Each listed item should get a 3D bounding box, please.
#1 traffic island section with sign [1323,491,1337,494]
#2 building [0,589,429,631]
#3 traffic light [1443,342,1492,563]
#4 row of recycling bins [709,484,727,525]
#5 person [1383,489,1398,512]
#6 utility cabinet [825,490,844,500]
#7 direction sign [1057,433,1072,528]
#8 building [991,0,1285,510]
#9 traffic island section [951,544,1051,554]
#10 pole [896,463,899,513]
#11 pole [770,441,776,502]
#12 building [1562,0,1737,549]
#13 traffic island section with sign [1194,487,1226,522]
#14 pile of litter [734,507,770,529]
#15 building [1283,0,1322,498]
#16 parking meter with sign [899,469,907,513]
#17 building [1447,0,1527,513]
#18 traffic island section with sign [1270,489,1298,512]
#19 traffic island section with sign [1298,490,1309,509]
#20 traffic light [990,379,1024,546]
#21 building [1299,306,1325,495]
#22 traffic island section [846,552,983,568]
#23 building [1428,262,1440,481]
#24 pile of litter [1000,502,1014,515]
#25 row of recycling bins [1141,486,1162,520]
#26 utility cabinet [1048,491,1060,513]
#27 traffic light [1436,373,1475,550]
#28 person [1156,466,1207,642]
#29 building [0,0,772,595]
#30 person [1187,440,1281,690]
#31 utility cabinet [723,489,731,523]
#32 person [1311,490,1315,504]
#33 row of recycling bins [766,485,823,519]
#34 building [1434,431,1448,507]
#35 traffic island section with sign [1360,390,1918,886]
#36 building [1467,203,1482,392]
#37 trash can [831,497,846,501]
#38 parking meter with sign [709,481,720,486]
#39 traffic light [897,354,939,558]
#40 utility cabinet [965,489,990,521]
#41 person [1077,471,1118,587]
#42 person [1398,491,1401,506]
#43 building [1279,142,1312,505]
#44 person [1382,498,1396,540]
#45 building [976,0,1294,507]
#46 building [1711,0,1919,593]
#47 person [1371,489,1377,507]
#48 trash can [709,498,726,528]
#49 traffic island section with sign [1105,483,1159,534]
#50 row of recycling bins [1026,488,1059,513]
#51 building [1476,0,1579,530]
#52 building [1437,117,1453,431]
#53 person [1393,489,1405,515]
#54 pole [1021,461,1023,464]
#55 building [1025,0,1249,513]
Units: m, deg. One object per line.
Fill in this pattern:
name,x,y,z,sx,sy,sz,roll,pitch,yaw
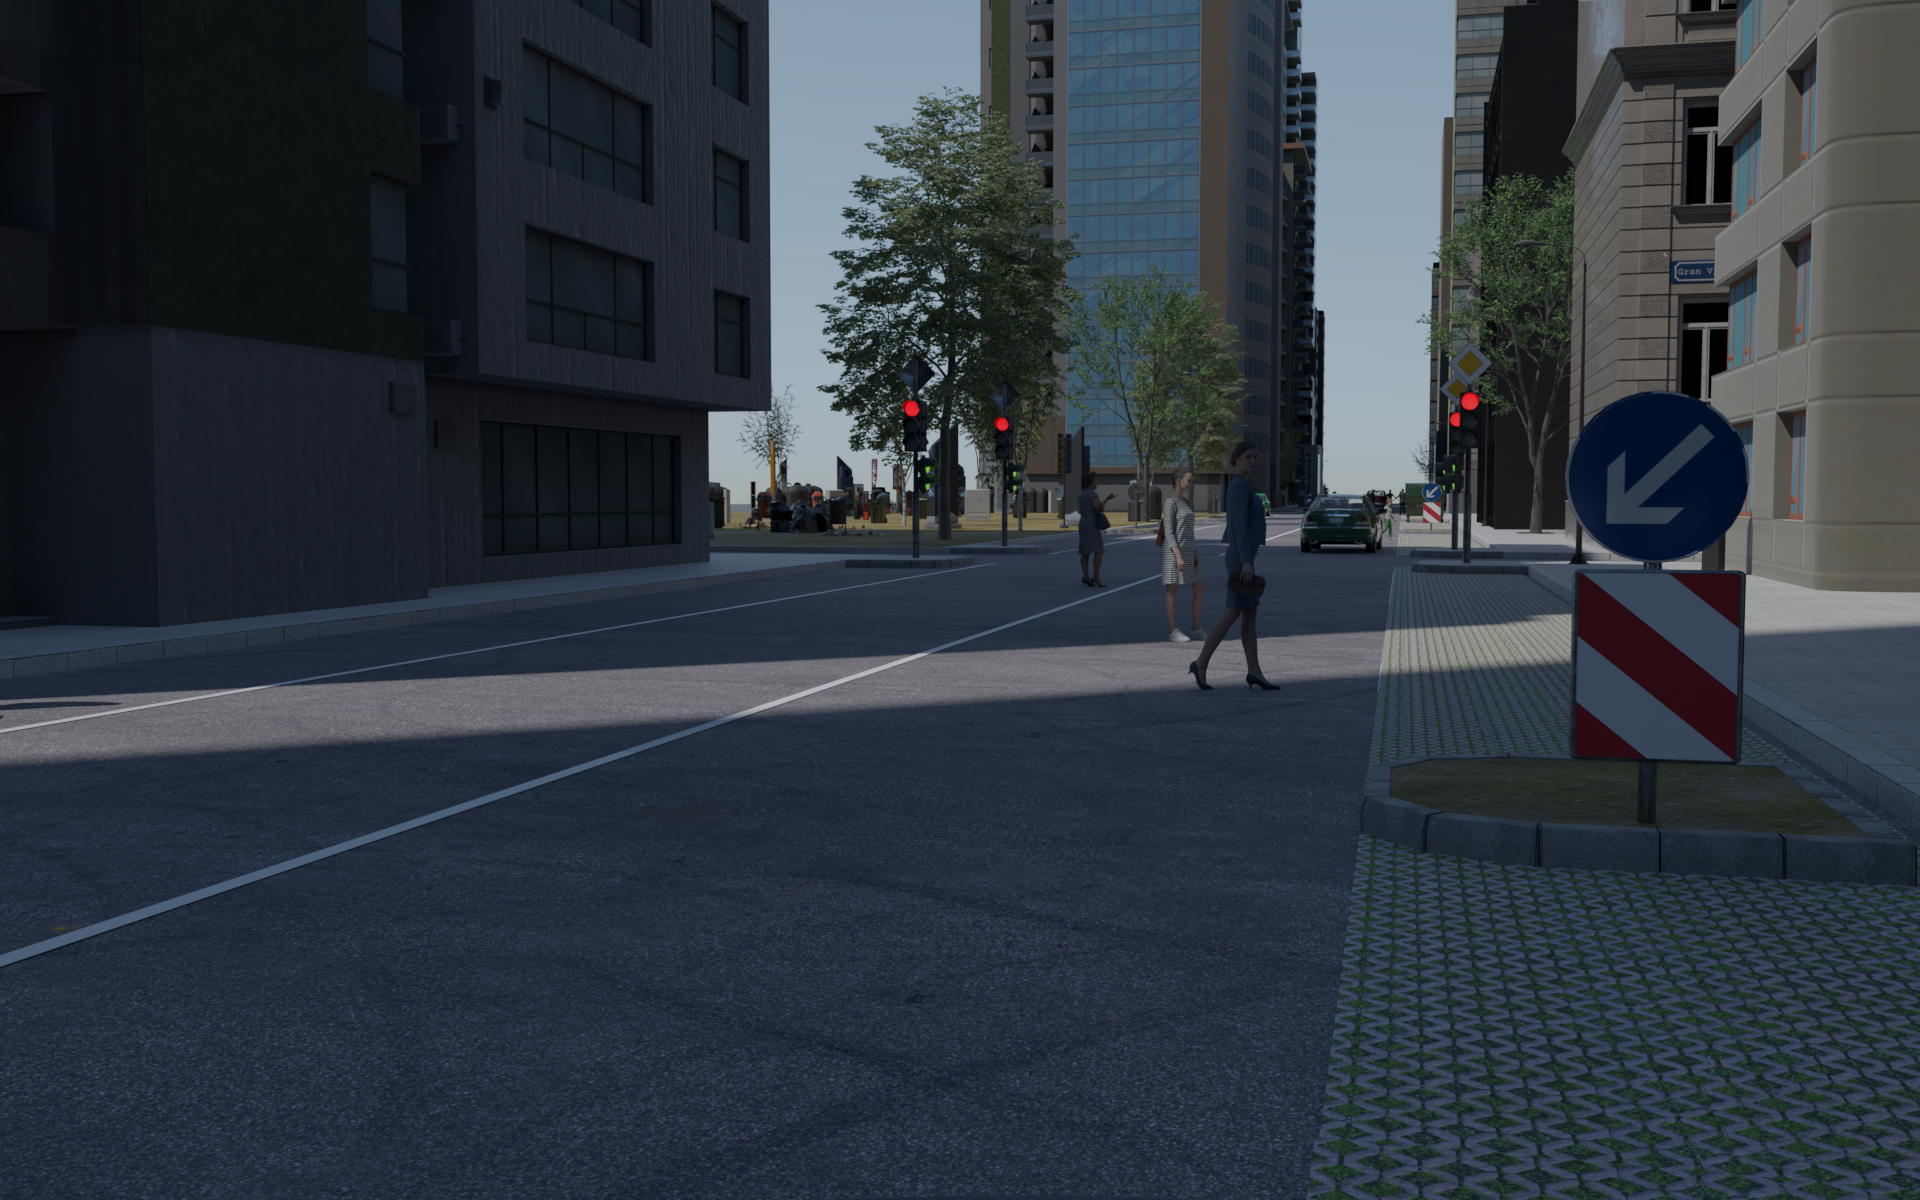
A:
traffic island section with sign,46.269,-12.846,218.660,1.989,1.847,2.006,1,4,14
building,-15.032,-14.909,15.456,14.160,30.474,14.107,1,4,14
traffic light,9.412,-2.643,32.127,0.839,4.253,0.868,1,4,14
row of recycling bins,-10.661,-3.882,70.587,1.069,1.692,3.534,1,4,22
person,34.427,-7.948,138.590,1.348,1.807,0.705,3,5,42
utility cabinet,-6.469,-4.949,89.597,0.318,1.500,1.173,2,4,34
direction sign,3.921,-4.467,65.035,0.379,3.537,0.876,3,4,38
building,15.652,-36.954,146.195,21.231,58.520,28.212,1,4,14
traffic island section,1.077,-1.244,42.619,2.009,0.180,2.903,1,4,14
pole,-4.126,-7.376,114.434,0.158,3.312,0.155,0,3,0
pole,-7.160,-4.436,66.364,0.158,3.312,0.155,0,3,0
building,27.869,-14.899,40.857,25.104,27.353,12.463,1,4,14
traffic island section with sign,13.259,-4.979,90.040,1.989,1.847,2.006,1,4,14
pile of litter,-7.688,-3.098,64.617,1.176,0.858,1.719,-3,5,-42
building,39.639,-56.778,240.985,22.319,86.520,31.000,1,4,14
parking meter with sign,-4.088,-7.553,119.747,0.543,3.016,1.738,-1,4,-12
building,41.221,-26.671,119.673,14.154,41.232,14.086,1,4,14
traffic island section with sign,25.877,-7.988,139.229,1.989,1.847,2.006,1,4,14
traffic island section with sign,32.666,-9.605,165.662,1.989,1.847,2.006,1,4,14
traffic light,1.114,-3.275,42.475,0.839,4.253,0.868,1,4,14
building,48.001,-30.098,263.796,14.160,30.474,14.107,1,4,14
traffic island section,-0.908,-0.771,34.884,2.009,0.180,2.903,1,4,14
building,65.454,-27.083,214.506,14.160,30.474,14.107,1,4,14
pile of litter,3.126,-5.787,108.588,1.176,0.858,1.719,-1,4,-11
row of recycling bins,9.731,-4.967,88.320,1.069,1.692,3.534,0,4,4
utility cabinet,6.376,-6.422,113.679,1.173,1.500,0.318,-2,4,-29
traffic light,11.397,-3.116,39.862,0.839,4.253,0.868,1,4,14
person,2.142,-0.448,16.831,0.522,1.701,0.512,2,4,34
building,-11.331,-15.827,30.474,14.107,30.474,14.160,1,4,14
person,2.020,-0.254,12.681,0.654,1.822,0.581,2,4,23
utility cabinet,-10.705,-4.149,76.515,1.173,1.500,0.318,2,4,28
person,31.656,-8.912,154.741,0.617,1.759,0.750,-2,4,-31
row of recycling bins,-8.707,-5.168,91.607,3.534,1.692,1.069,-3,5,-42
building,58.010,-52.214,166.369,22.319,86.520,31.000,1,4,14
traffic island section with sign,2.763,0.072,7.445,1.989,1.847,2.006,1,4,14
building,34.679,-16.738,92.744,14.460,24.649,34.723,1,4,14
trash can,-5.947,-4.469,84.714,0.748,1.137,0.748,0,3,0
parking meter with sign,-14.890,-6.660,105.151,0.543,3.016,1.738,2,4,35
traffic light,-0.872,-2.802,34.740,0.839,4.253,0.868,1,4,14
utility cabinet,0.824,-4.470,81.769,1.173,1.500,0.318,0,4,7
person,2.138,-1.096,26.785,0.532,1.782,0.716,-2,4,-24
person,53.137,-12.250,208.796,0.705,1.822,1.348,-1,4,-17
building,31.530,-34.181,213.490,22.147,44.769,28.867,1,4,14
person,13.262,-2.514,53.845,0.590,1.304,0.306,2,4,27
building,18.087,-35.817,174.849,28.713,52.752,27.495,1,4,14
building,23.383,-10.299,13.431,27.650,21.520,28.899,1,4,14
person,32.049,-7.684,134.138,0.705,1.822,1.348,2,4,30
trash can,-9.149,-3.268,65.078,0.748,1.137,0.748,0,3,0
traffic island section with sign,6.468,-3.361,63.587,1.989,1.847,2.006,1,4,14
row of recycling bins,6.047,-6.735,117.224,3.534,1.692,1.069,2,4,26
building,27.190,-14.571,67.916,12.332,23.373,15.834,1,4,14
building,62.552,-33.627,199.914,14.600,45.320,14.200,1,4,14
person,30.431,-6.758,119.126,1.348,1.807,0.705,-1,4,-11
pole,3.823,-6.849,105.824,0.158,3.312,0.155,0,3,0
building,13.150,-29.069,125.388,14.600,45.320,14.200,1,4,14
